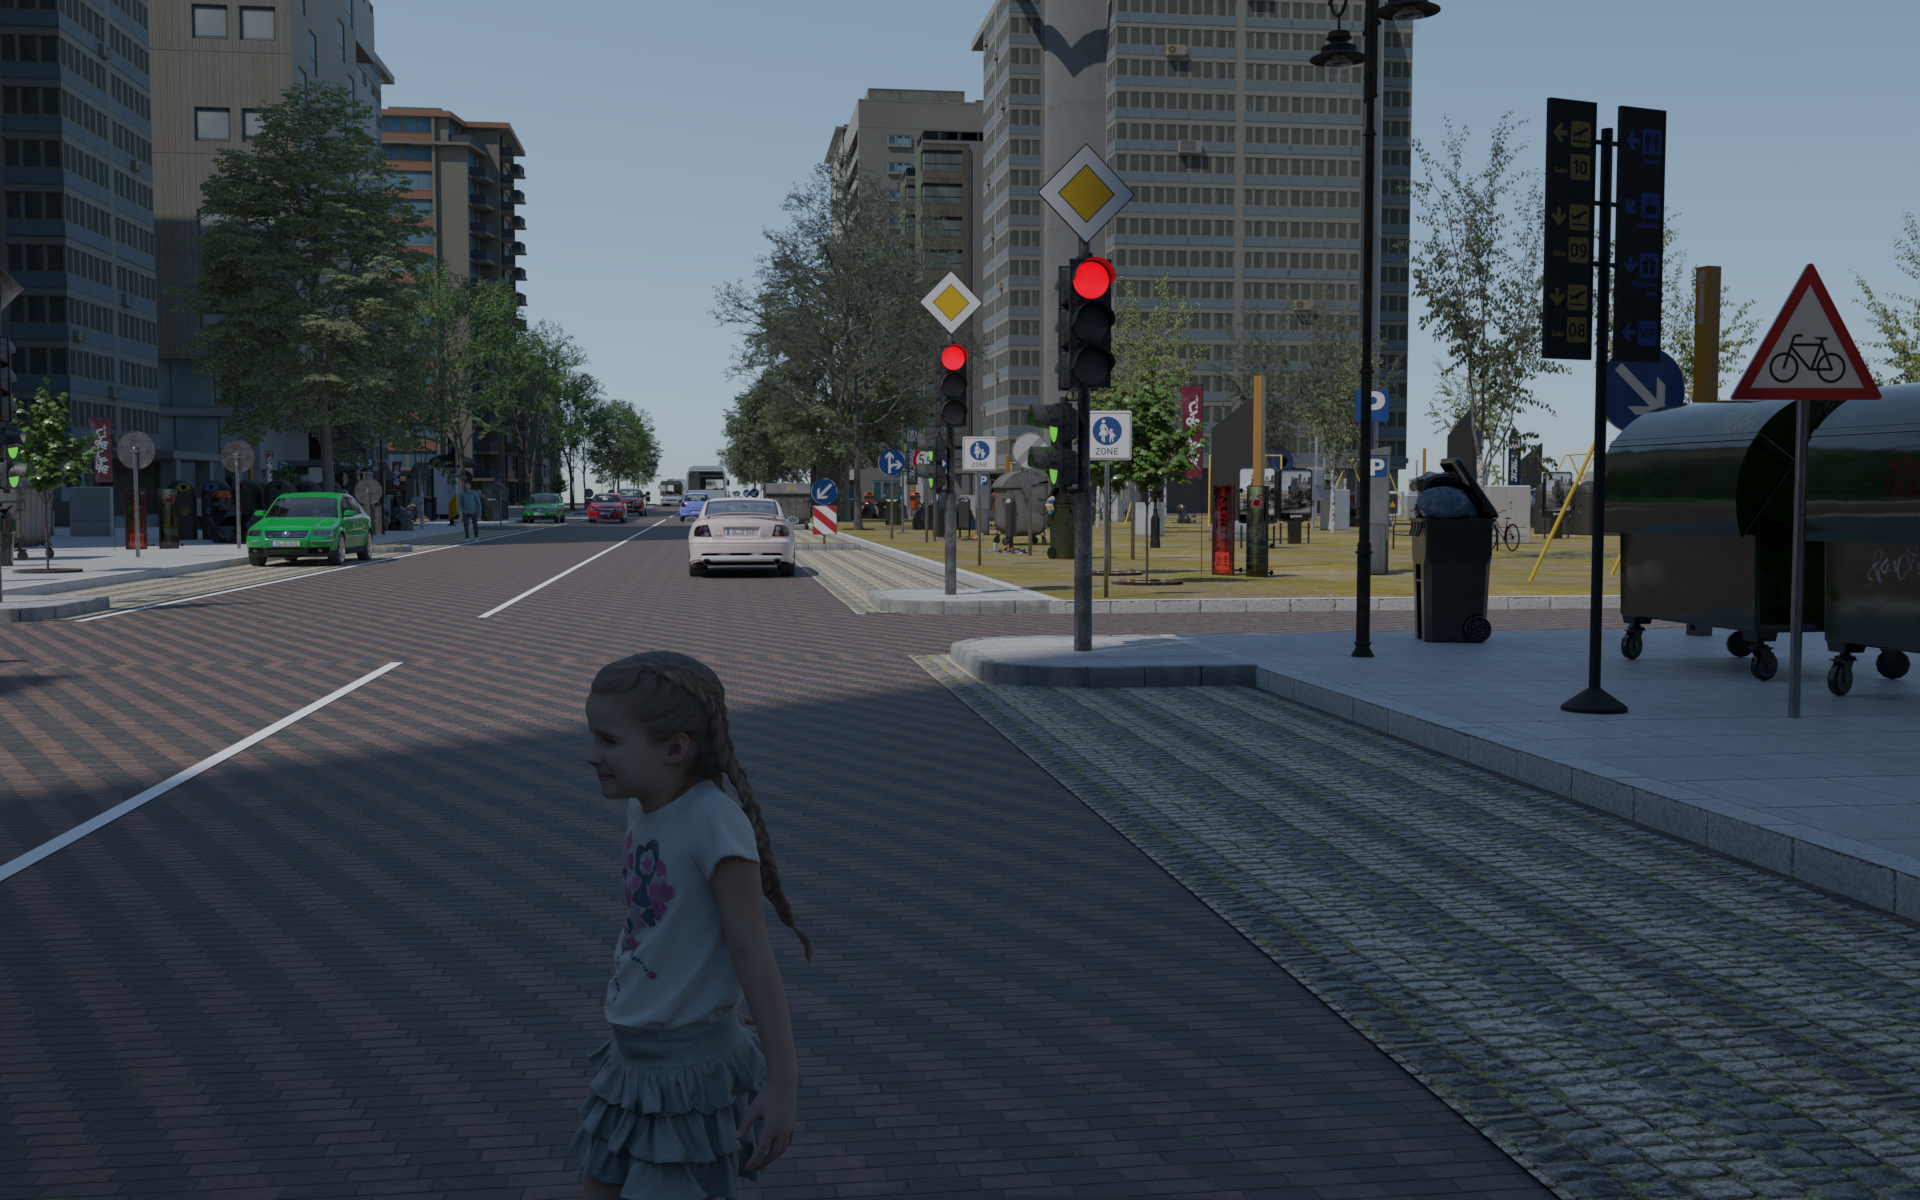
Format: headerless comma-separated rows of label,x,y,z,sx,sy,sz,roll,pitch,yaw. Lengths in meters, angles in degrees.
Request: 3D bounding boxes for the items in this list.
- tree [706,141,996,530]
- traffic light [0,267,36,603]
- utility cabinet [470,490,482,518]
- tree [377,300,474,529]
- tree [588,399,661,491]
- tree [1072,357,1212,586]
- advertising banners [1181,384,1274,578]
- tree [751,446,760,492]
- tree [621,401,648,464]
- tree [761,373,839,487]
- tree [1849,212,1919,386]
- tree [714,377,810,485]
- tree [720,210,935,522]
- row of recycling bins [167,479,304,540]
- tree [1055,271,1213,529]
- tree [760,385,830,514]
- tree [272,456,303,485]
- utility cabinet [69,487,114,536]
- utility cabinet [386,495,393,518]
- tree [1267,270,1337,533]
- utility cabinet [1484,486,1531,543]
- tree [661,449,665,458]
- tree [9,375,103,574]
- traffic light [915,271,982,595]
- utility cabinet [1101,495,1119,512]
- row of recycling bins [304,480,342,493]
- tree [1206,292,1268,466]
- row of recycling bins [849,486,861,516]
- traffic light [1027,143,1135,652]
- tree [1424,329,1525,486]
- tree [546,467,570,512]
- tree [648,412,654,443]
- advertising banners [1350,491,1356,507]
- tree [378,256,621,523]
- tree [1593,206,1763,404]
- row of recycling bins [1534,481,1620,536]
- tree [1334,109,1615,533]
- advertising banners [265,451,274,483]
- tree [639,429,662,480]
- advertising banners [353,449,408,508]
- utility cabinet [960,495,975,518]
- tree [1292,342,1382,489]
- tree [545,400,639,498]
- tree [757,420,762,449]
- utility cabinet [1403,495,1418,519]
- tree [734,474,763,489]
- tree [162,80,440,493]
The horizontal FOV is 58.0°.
tree,-3.762,-9.239,61.422,12.009,13.543,11.850,0,3,0
traffic light,-11.384,-1.923,20.356,0.839,4.253,0.868,0,4,-8
utility cabinet,-26.229,-5.195,93.616,1.173,1.500,0.318,3,5,41
tree,-19.753,-6.910,63.348,4.737,8.622,4.395,0,3,0
tree,-40.392,-17.648,206.666,7.486,12.596,7.792,0,3,0
tree,2.785,-1.832,24.557,1.663,3.219,1.824,0,3,0
advertising banners,4.162,-1.897,27.201,0.090,3.025,2.074,-2,4,-35
tree,-20.020,-14.080,180.566,4.360,8.622,3.978,0,3,0
tree,-25.635,-10.848,103.128,9.928,11.665,9.643,0,3,0
tree,-8.136,-9.064,98.555,4.737,8.622,4.395,0,3,0
tree,24.829,-5.716,43.817,4.737,8.622,4.395,0,3,0
tree,-18.103,-15.107,164.013,9.611,12.733,9.660,0,3,0
tree,-5.301,-10.565,79.396,9.857,13.997,8.962,0,3,0
row of recycling bins,-20.556,-2.550,48.813,3.534,1.692,1.069,0,4,-1
tree,6.022,-6.503,56.687,4.737,8.622,4.395,0,3,0
tree,-9.879,-9.885,111.975,4.360,8.622,3.978,0,3,0
tree,-34.209,-5.707,87.904,1.663,3.219,1.824,0,3,0
utility cabinet,-26.206,-2.666,52.270,1.173,1.500,0.318,0,4,-6
utility cabinet,-30.101,-4.901,91.299,1.020,1.237,0.306,-2,4,-25
tree,12.250,-6.489,56.451,4.360,8.622,3.978,0,3,0
utility cabinet,14.161,-2.217,44.926,1.173,1.500,0.318,1,4,11
tree,-46.979,-20.446,252.425,7.486,12.596,7.792,0,3,0
tree,-14.795,-2.059,28.259,1.663,3.219,1.824,0,3,0
traffic light,-0.138,-2.021,21.967,0.839,4.253,0.868,0,4,-8
utility cabinet,8.488,-5.306,97.920,1.020,1.237,0.306,1,4,22
row of recycling bins,-19.817,-2.719,51.572,1.069,1.692,3.534,2,4,26
tree,11.264,-6.950,63.989,4.360,8.622,3.978,0,3,0
row of recycling bins,-5.789,-5.251,92.967,1.069,1.692,3.534,0,4,-3
traffic light,0.988,-1.538,14.061,0.839,4.253,0.868,0,4,-8
tree,21.838,-7.471,72.520,4.737,8.622,4.395,0,3,0
tree,-28.771,-7.896,123.708,1.663,3.219,1.824,0,3,0
tree,-37.172,-15.944,186.435,9.928,11.665,9.643,0,3,0
advertising banners,20.325,-5.729,89.861,2.074,3.025,0.090,-1,4,-22
tree,-22.154,-9.214,76.406,9.928,11.665,9.643,0,3,0
tree,17.850,-5.751,44.388,4.737,8.622,4.395,0,3,0
row of recycling bins,19.486,-2.890,54.362,1.069,1.692,3.534,-2,4,-29
tree,10.328,-5.088,33.557,4.360,8.622,3.978,0,3,0
advertising banners,-28.164,-4.477,69.388,0.090,3.025,2.074,1,4,19
tree,-44.192,-18.414,235.487,7.601,10.594,8.767,0,4,5
advertising banners,-22.335,-4.316,66.748,2.074,3.025,0.090,0,3,0
utility cabinet,0.523,-4.789,89.467,1.020,1.237,0.306,0,4,5
tree,17.826,-7.976,80.775,4.737,8.622,4.395,0,3,0
tree,-33.652,-13.425,153.908,7.601,10.594,8.767,-2,4,-25
tree,-13.650,-11.149,132.640,4.737,8.622,4.395,0,3,0
utility cabinet,23.022,-4.708,88.129,1.020,1.237,0.306,-2,4,-34
tree,-28.504,-19.900,243.492,7.486,12.596,7.792,0,3,0
tree,-18.081,-7.953,48.166,7.486,12.596,7.792,0,3,0
